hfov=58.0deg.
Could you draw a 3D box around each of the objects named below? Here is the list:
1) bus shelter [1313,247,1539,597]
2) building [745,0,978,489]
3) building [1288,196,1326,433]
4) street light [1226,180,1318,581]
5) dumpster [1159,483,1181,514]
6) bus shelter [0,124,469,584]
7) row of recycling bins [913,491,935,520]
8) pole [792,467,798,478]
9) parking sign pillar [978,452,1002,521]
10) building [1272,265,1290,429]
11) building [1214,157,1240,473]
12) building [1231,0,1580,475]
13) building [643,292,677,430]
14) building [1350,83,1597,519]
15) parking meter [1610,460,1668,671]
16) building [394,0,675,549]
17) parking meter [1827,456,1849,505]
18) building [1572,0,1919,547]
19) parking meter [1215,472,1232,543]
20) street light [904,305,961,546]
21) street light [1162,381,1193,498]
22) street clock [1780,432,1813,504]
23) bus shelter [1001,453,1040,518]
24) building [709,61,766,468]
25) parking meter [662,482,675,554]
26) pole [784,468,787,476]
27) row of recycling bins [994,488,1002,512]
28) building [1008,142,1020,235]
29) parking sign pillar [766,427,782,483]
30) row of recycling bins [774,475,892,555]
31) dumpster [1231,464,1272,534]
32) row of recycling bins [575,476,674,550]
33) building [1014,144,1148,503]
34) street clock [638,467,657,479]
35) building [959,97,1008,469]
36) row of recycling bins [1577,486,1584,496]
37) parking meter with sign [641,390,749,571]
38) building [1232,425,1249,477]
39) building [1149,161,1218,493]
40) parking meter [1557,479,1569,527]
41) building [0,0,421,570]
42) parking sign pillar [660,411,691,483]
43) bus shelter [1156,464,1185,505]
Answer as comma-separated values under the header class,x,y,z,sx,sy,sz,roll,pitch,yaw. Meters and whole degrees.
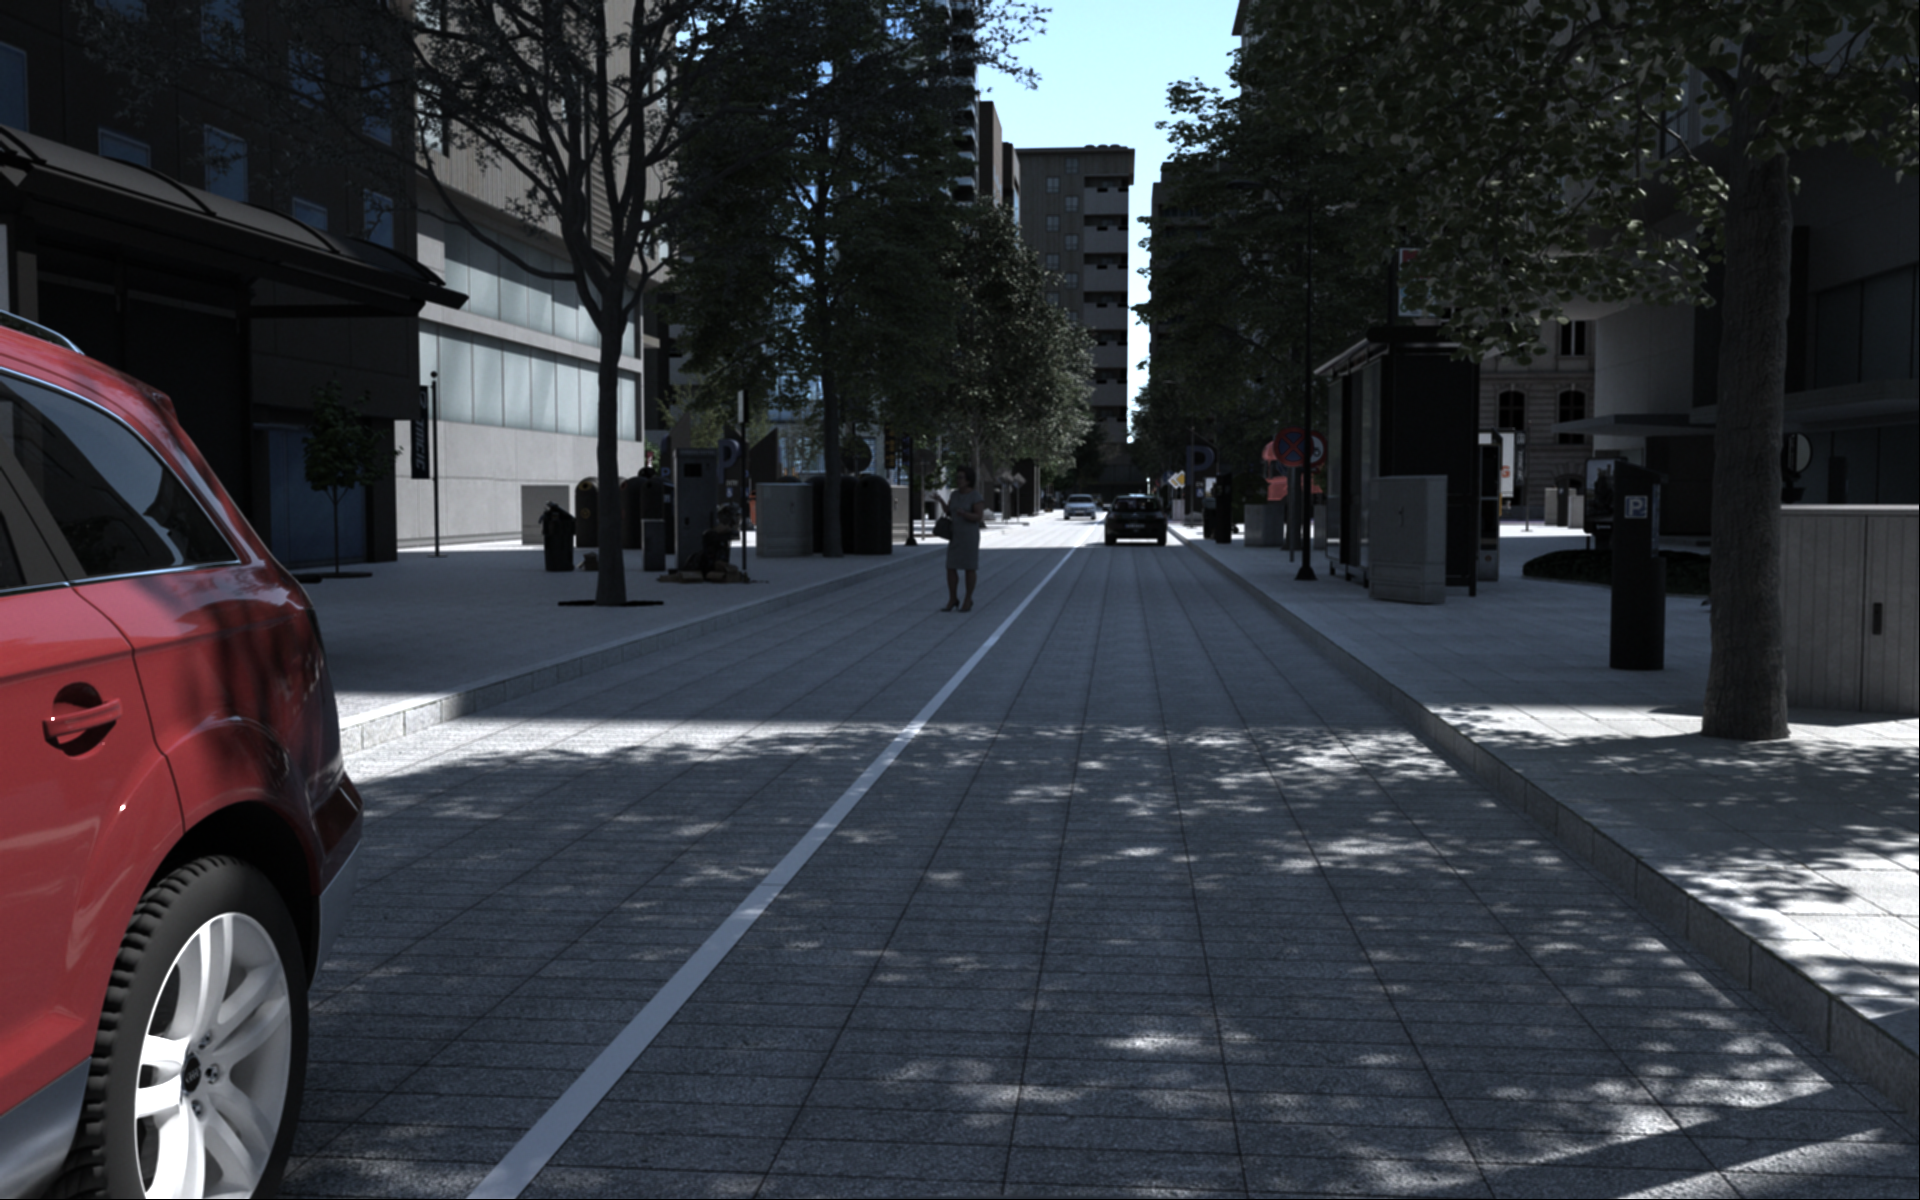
class,x,y,z,sx,sy,sz,roll,pitch,yaw
bus shelter,6.522,-2.946,25.795,2.179,5.291,8.768,0,4,5
building,-8.348,-52.491,170.896,22.319,86.520,31.000,0,4,5
building,26.253,-15.890,108.951,9.793,20.994,18.267,0,4,5
street light,4.630,-3.255,25.756,1.470,5.913,1.316,0,4,5
dumpster,13.646,-6.696,111.973,1.502,2.255,1.985,0,4,5
bus shelter,-5.193,-1.060,11.260,2.014,3.302,5.546,0,4,5
row of recycling bins,-2.508,-4.849,86.389,3.534,1.692,1.069,1,4,12
pole,-12.646,-8.437,131.792,0.158,3.312,0.155,0,3,0
parking sign pillar,1.009,-5.744,82.382,1.447,3.967,1.447,3,5,40
building,31.742,-19.335,135.214,14.460,24.649,34.723,0,4,5
building,38.266,-32.328,212.160,14.154,41.232,14.086,0,4,5
building,41.711,-35.500,169.656,28.713,52.752,27.495,0,4,5
building,-47.041,-36.265,216.628,21.600,48.544,21.300,0,4,5
building,37.192,-16.666,91.573,34.723,24.649,14.460,0,4,5
parking meter,4.986,-0.263,12.718,0.372,1.533,0.369,0,3,0
building,-24.399,-28.181,50.004,27.495,52.752,28.713,0,4,5
parking meter,13.699,-1.305,27.054,0.255,1.863,0.399,2,4,31
building,29.371,-27.488,38.665,28.713,52.752,27.495,0,4,5
parking meter,6.864,-2.410,45.117,0.399,1.863,0.255,-3,5,-39
street light,-0.675,-4.298,42.815,1.470,5.913,1.316,0,4,5
street light,9.023,-6.047,71.407,1.470,5.913,1.316,0,4,5
street clock,9.808,-0.974,20.499,0.471,2.002,0.358,-1,4,-22
bus shelter,3.464,-7.410,98.782,2.179,5.291,8.768,0,4,6
building,-21.533,-38.031,211.051,27.495,52.752,28.713,0,4,5
parking meter,-6.165,-1.749,37.001,0.372,1.533,0.369,0,3,0
pole,-13.594,-8.641,135.125,0.158,3.312,0.155,0,3,0
row of recycling bins,2.940,-7.095,123.123,3.534,1.692,1.069,3,4,38
building,-0.070,-34.662,216.840,14.200,45.320,14.600,0,4,5
parking sign pillar,-7.883,-5.015,70.470,1.447,3.967,1.447,2,4,29
row of recycling bins,-2.818,-1.875,37.772,3.534,1.692,1.069,3,5,43
dumpster,9.421,-3.324,56.844,1.502,2.255,1.985,0,4,6
row of recycling bins,-7.889,-2.069,40.940,3.534,1.692,1.069,3,5,44
building,14.475,-41.047,260.360,27.495,52.752,28.713,0,4,5
street clock,-8.328,-2.546,46.205,0.471,2.002,0.358,-2,4,-29
building,-2.647,-33.282,194.276,14.600,45.320,14.200,0,4,5
row of recycling bins,44.172,-6.861,119.292,3.534,1.692,1.069,0,4,-8
parking meter with sign,-4.435,-1.999,28.953,1.738,3.016,0.543,-1,4,-17
building,40.243,-46.203,193.668,20.563,71.187,20.611,0,4,5
building,38.523,-38.553,254.046,21.600,48.544,21.300,0,4,5
parking meter,23.650,-3.806,67.938,0.255,1.863,0.399,-2,4,-31
building,-17.928,-22.975,25.746,14.600,45.320,14.200,0,4,5
parking sign pillar,-9.081,-4.086,55.271,1.447,3.967,1.447,1,4,19
bus shelter,14.452,-7.594,118.086,2.014,3.302,5.546,0,4,5
